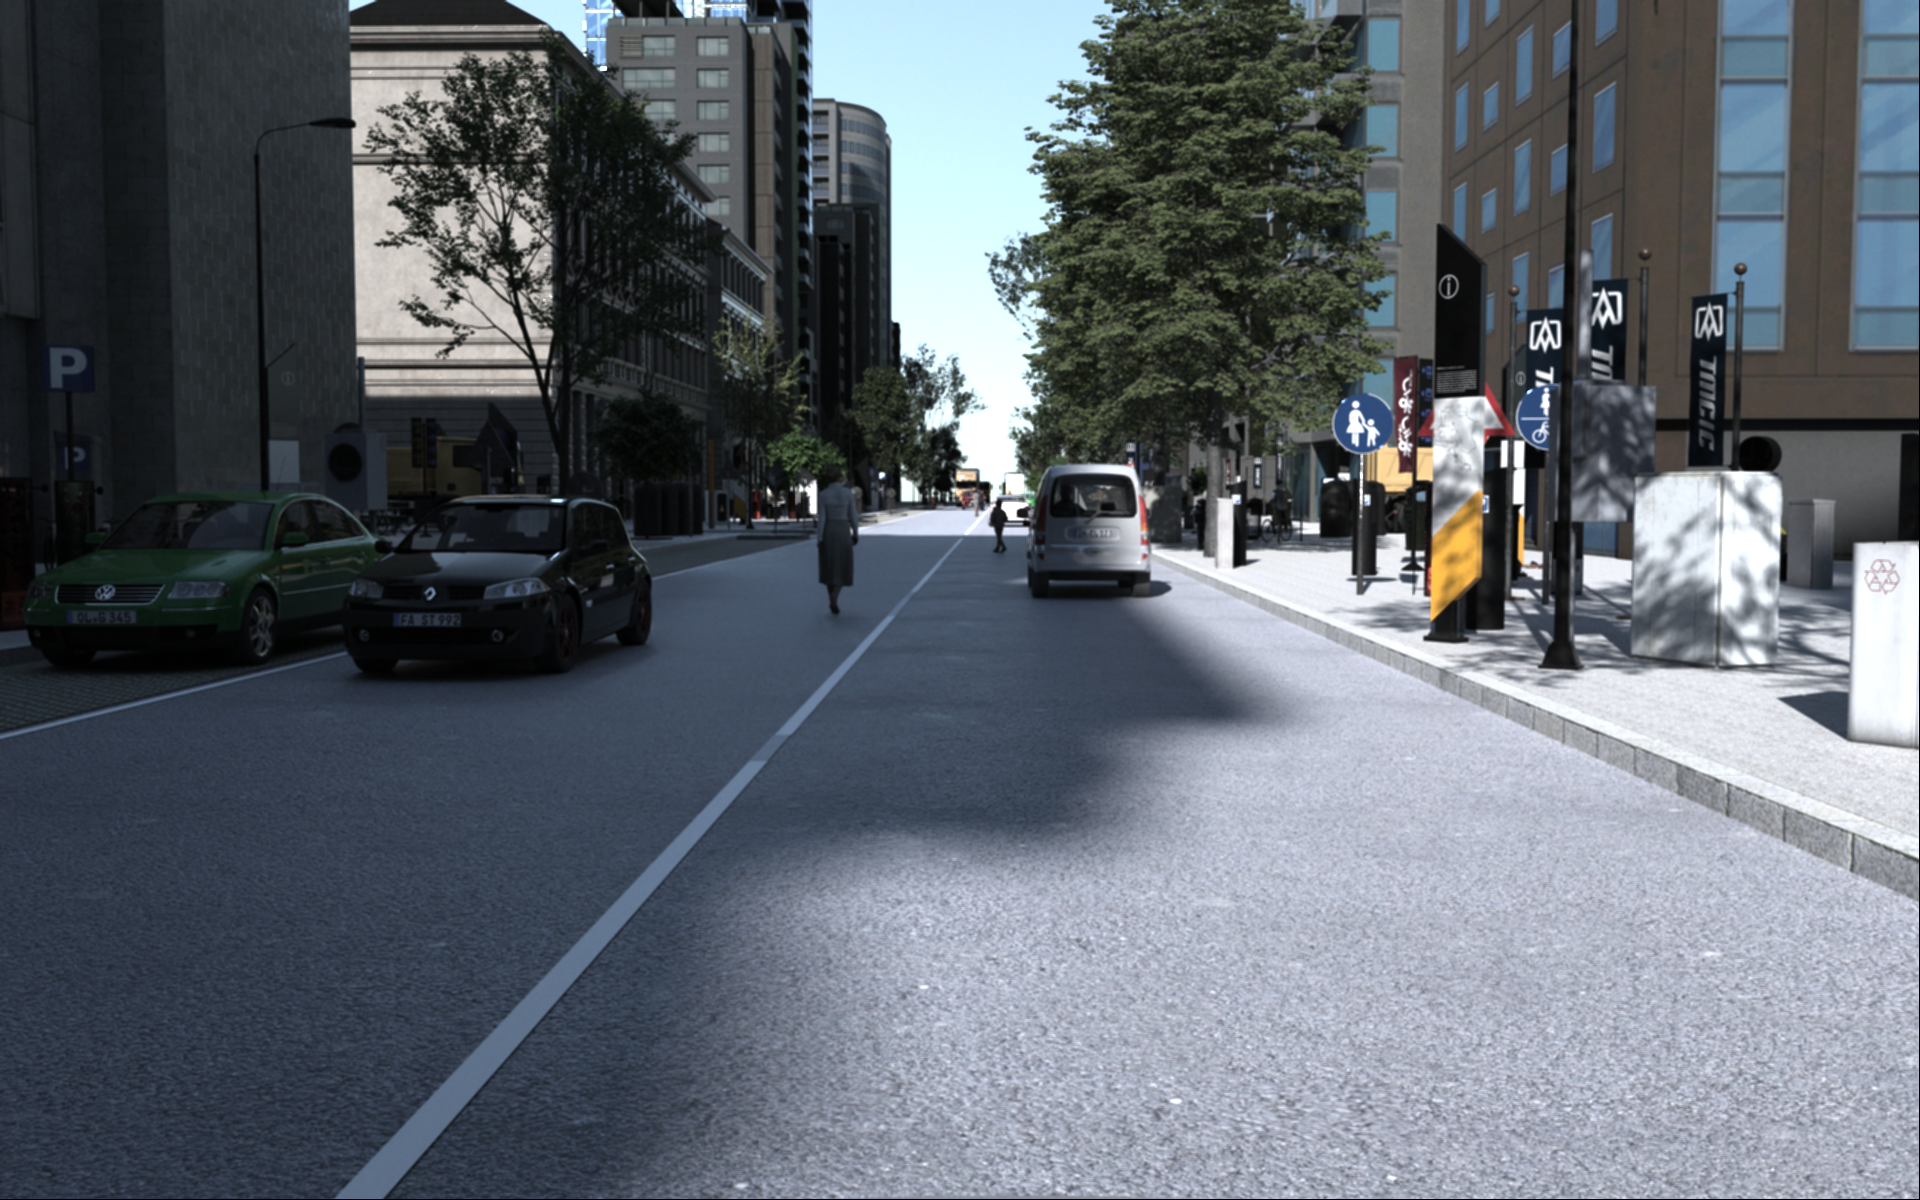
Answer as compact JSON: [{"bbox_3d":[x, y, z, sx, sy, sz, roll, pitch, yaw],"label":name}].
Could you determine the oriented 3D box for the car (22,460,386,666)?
[{"bbox_3d":[-6.666,-0.427,15.782,1.959,1.807,4.718,0,4,0],"label":"car"}]

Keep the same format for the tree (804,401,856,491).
[{"bbox_3d":[-10.334,-11.390,136.595,4.360,8.622,3.978,0,3,0],"label":"tree"}]

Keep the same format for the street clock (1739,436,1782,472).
[{"bbox_3d":[10.011,-1.051,21.753,0.358,2.002,0.471,-3,5,-40],"label":"street clock"}]

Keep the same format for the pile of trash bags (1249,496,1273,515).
[{"bbox_3d":[18.232,-5.876,105.831,1.912,1.369,3.447,-3,5,-42],"label":"pile of trash bags"}]

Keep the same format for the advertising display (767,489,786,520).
[{"bbox_3d":[-9.251,-5.016,87.228,0.974,1.923,0.123,0,4,0],"label":"advertising display"}]

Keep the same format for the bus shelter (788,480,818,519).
[{"bbox_3d":[-8.058,-5.995,91.934,2.014,3.302,5.546,0,4,1],"label":"bus shelter"}]

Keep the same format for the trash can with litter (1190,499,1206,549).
[{"bbox_3d":[5.930,-1.765,40.242,1.055,1.170,0.624,-2,4,-24],"label":"trash can with litter"}]

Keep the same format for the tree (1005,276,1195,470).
[{"bbox_3d":[7.273,-10.415,87.300,9.611,12.733,9.660,0,3,0],"label":"tree"}]

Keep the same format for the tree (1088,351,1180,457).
[{"bbox_3d":[7.484,-7.576,74.222,4.360,8.622,3.978,0,3,0],"label":"tree"}]

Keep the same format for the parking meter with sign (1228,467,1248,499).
[{"bbox_3d":[17.435,-6.983,110.425,1.738,3.016,0.543,1,4,10],"label":"parking meter with sign"}]

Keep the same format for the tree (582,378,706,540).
[{"bbox_3d":[-8.914,-3.992,48.980,4.285,4.588,4.351,0,3,0],"label":"tree"}]

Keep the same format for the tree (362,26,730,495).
[{"bbox_3d":[-9.398,-6.998,40.169,9.928,11.665,9.643,0,3,0],"label":"tree"}]

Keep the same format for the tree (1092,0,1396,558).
[{"bbox_3d":[4.754,-7.148,35.002,7.486,12.596,7.792,0,3,0],"label":"tree"}]

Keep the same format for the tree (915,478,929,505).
[{"bbox_3d":[-4.447,-13.002,207.180,1.663,3.219,1.824,0,3,0],"label":"tree"}]

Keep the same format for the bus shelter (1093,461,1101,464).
[{"bbox_3d":[7.382,-6.521,100.546,2.014,3.302,5.546,0,4,2],"label":"bus shelter"}]

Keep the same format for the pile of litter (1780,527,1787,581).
[{"bbox_3d":[11.903,-0.726,25.829,1.719,0.858,1.176,0,4,6],"label":"pile of litter"}]

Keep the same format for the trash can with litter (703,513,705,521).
[{"bbox_3d":[-11.783,-4.269,81.182,1.055,1.170,0.624,3,5,42],"label":"trash can with litter"}]

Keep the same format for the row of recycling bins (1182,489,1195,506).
[{"bbox_3d":[15.353,-7.165,124.255,3.534,1.692,1.069,-1,4,-15],"label":"row of recycling bins"}]

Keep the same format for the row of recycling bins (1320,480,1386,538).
[{"bbox_3d":[11.952,-2.771,52.425,1.069,1.692,3.534,3,4,37],"label":"row of recycling bins"}]

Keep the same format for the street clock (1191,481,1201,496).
[{"bbox_3d":[12.758,-5.449,93.659,0.471,2.002,0.358,-1,4,-12],"label":"street clock"}]

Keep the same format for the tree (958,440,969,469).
[{"bbox_3d":[-3.036,-22.296,281.554,9.611,12.733,9.660,0,3,0],"label":"tree"}]

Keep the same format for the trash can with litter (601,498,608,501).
[{"bbox_3d":[-9.342,-1.984,43.825,1.055,1.170,0.624,1,4,20],"label":"trash can with litter"}]

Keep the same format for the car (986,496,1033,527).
[{"bbox_3d":[2.226,-3.973,77.313,2.083,1.381,4.827,0,4,0],"label":"car"}]

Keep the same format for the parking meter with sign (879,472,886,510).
[{"bbox_3d":[-6.276,-8.657,137.807,0.543,3.016,1.738,0,4,3],"label":"parking meter with sign"}]

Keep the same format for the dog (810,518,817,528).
[{"bbox_3d":[-5.946,-3.210,72.671,0.550,0.427,0.748,-3,4,-38],"label":"dog"}]

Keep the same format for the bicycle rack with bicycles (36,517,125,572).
[{"bbox_3d":[-13.045,-0.847,27.235,2.852,0.926,2.925,-2,4,-32],"label":"bicycle rack with bicycles"}]

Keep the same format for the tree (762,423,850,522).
[{"bbox_3d":[-7.561,-5.875,79.771,4.285,4.588,4.351,0,3,0],"label":"tree"}]

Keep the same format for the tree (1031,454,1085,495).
[{"bbox_3d":[7.961,-8.816,127.858,4.285,4.588,4.351,0,3,0],"label":"tree"}]

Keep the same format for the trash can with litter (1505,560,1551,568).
[{"bbox_3d":[9.779,-1.168,30.153,2.233,1.210,1.678,0,4,-5],"label":"trash can with litter"}]

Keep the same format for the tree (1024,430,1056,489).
[{"bbox_3d":[9.200,-14.479,187.099,4.737,8.622,4.395,0,3,0],"label":"tree"}]

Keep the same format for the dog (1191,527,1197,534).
[{"bbox_3d":[8.147,-2.450,60.252,0.748,0.427,0.550,-1,4,-10],"label":"dog"}]

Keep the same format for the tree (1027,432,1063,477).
[{"bbox_3d":[8.039,-12.834,160.201,4.360,8.622,3.978,0,3,0],"label":"tree"}]

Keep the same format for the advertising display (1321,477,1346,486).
[{"bbox_3d":[14.364,-3.757,66.640,0.974,1.923,0.123,-1,4,-13],"label":"advertising display"}]

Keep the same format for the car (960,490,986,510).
[{"bbox_3d":[1.184,-9.158,158.401,2.281,1.827,5.304,0,3,0],"label":"car"}]

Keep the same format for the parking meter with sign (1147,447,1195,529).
[{"bbox_3d":[7.744,-4.105,63.383,1.738,3.016,0.543,1,4,22],"label":"parking meter with sign"}]

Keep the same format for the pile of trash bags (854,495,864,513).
[{"bbox_3d":[-7.405,-6.615,117.910,1.912,1.369,3.447,-2,4,-26],"label":"pile of trash bags"}]

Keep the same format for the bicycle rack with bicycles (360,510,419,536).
[{"bbox_3d":[-18.178,-2.441,53.292,2.925,0.926,2.852,-1,4,-19],"label":"bicycle rack with bicycles"}]

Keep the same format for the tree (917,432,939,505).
[{"bbox_3d":[-4.520,-14.999,195.598,4.737,8.622,4.395,0,3,0],"label":"tree"}]

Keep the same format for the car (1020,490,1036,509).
[{"bbox_3d":[5.584,-8.201,142.883,1.959,1.807,4.718,0,4,3],"label":"car"}]

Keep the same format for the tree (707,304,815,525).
[{"bbox_3d":[-8.186,-7.219,68.393,4.737,8.622,4.395,0,3,0],"label":"tree"}]

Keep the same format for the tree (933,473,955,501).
[{"bbox_3d":[-2.357,-18.721,289.806,4.285,4.588,4.351,0,3,0],"label":"tree"}]

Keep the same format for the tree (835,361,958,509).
[{"bbox_3d":[-6.615,-14.215,149.421,9.611,12.733,9.660,0,3,0],"label":"tree"}]

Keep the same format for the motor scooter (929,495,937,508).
[{"bbox_3d":[-2.718,-9.962,175.650,0.815,1.314,1.986,0,4,3],"label":"motor scooter"}]

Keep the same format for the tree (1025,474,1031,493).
[{"bbox_3d":[9.417,-11.074,164.770,4.285,4.588,4.351,0,3,0],"label":"tree"}]

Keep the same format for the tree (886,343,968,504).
[{"bbox_3d":[-3.657,-21.940,214.605,12.611,20.169,13.585,0,3,0],"label":"tree"}]

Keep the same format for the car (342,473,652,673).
[{"bbox_3d":[-3.919,-0.328,15.148,2.009,1.686,4.222,0,4,3],"label":"car"}]

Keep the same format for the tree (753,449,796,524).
[{"bbox_3d":[-7.747,-4.853,73.950,1.663,3.219,1.824,0,3,0],"label":"tree"}]

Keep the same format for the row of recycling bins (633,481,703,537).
[{"bbox_3d":[-9.014,-2.862,53.908,1.069,1.692,3.534,1,4,19],"label":"row of recycling bins"}]

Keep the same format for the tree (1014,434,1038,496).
[{"bbox_3d":[11.998,-21.103,270.782,9.928,11.665,9.643,0,3,0],"label":"tree"}]

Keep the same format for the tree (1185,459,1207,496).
[{"bbox_3d":[13.288,-6.220,96.299,1.663,3.219,1.824,0,3,0],"label":"tree"}]

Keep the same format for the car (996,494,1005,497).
[{"bbox_3d":[6.637,-15.626,267.288,2.131,1.459,4.920,0,4,3],"label":"car"}]

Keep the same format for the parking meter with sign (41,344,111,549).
[{"bbox_3d":[-10.698,-1.519,21.093,0.543,3.016,1.738,-1,4,-19],"label":"parking meter with sign"}]

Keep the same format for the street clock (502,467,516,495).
[{"bbox_3d":[-12.138,-2.574,46.650,0.358,2.002,0.471,0,4,-5],"label":"street clock"}]

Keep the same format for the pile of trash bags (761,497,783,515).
[{"bbox_3d":[-11.273,-5.797,104.528,3.447,1.369,1.912,-2,4,-24],"label":"pile of trash bags"}]

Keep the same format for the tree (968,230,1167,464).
[{"bbox_3d":[8.203,-15.557,110.251,12.611,20.169,13.585,0,3,0],"label":"tree"}]

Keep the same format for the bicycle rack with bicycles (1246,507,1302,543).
[{"bbox_3d":[7.866,-2.034,46.631,2.852,0.926,2.925,2,4,31],"label":"bicycle rack with bicycles"}]

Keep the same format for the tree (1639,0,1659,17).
[{"bbox_3d":[5.007,-4.345,5.457,8.767,10.594,7.601,-2,4,-31],"label":"tree"}]

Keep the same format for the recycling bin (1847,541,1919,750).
[{"bbox_3d":[5.090,0.224,8.885,0.722,1.027,0.722,-2,4,-35],"label":"recycling bin"}]

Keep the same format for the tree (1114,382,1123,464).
[{"bbox_3d":[9.565,-8.879,95.530,4.737,8.622,4.395,0,3,0],"label":"tree"}]
